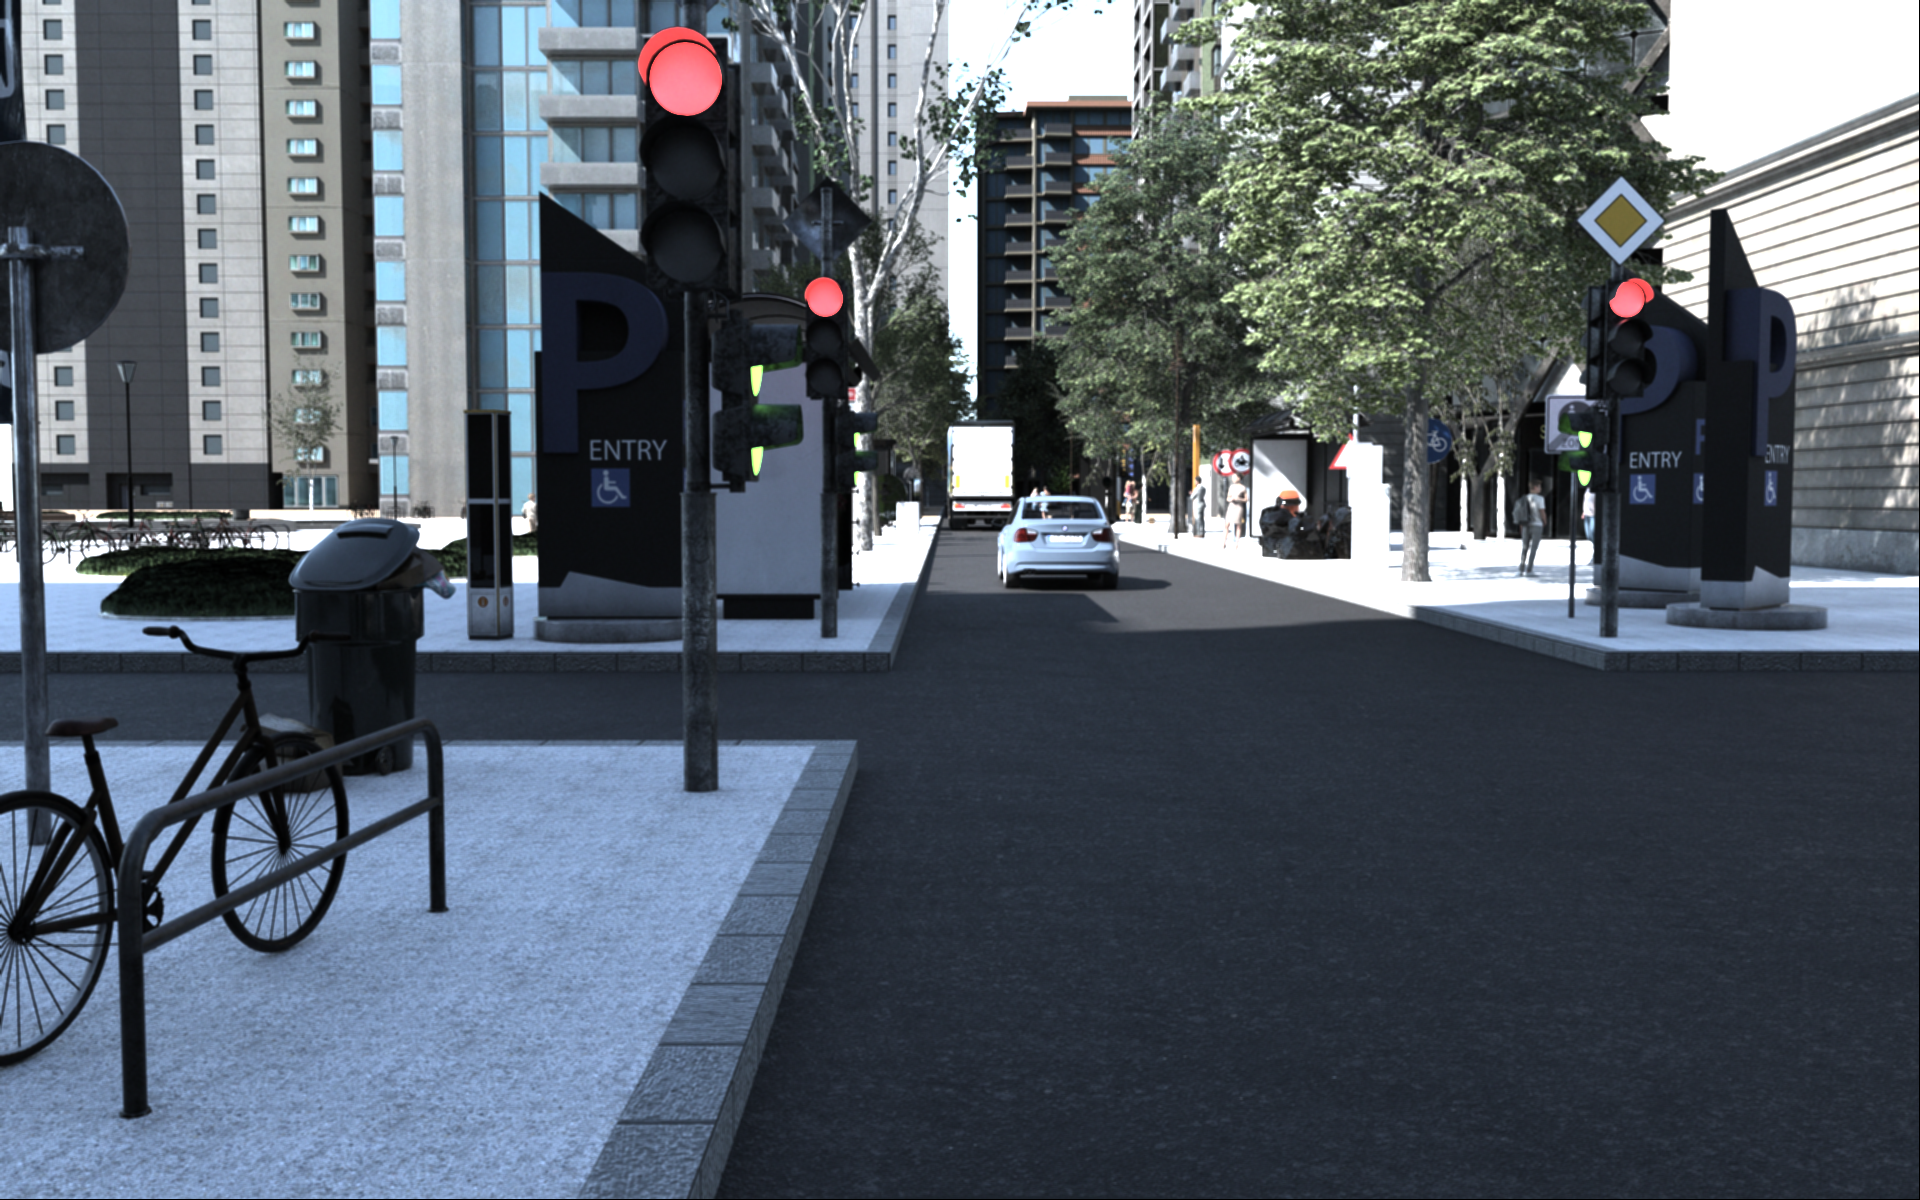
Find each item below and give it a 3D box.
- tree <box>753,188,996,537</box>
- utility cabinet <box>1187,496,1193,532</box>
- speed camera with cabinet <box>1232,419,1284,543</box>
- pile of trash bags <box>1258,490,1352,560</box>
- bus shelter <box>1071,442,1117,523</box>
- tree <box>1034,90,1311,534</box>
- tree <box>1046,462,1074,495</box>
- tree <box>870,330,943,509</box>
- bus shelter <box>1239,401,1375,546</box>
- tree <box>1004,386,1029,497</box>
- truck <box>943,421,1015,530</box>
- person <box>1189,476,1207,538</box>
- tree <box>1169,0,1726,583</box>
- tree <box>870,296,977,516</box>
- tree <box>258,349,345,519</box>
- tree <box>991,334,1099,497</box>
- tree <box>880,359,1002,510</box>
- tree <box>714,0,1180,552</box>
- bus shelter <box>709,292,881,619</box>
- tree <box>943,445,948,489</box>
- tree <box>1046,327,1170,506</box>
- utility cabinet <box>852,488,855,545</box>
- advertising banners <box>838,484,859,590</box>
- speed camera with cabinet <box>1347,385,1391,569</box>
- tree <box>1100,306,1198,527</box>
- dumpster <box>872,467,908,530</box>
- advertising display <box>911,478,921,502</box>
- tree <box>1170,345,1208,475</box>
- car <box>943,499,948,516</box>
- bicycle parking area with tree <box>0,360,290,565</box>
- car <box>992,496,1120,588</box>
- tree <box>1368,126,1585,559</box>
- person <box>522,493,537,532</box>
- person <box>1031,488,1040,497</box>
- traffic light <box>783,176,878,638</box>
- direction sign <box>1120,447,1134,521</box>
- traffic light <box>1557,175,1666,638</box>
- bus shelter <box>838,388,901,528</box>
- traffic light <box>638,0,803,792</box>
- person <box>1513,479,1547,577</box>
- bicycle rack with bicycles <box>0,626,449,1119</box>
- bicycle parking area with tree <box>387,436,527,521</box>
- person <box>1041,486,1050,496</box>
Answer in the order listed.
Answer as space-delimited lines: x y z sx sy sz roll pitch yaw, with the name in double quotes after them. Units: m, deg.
-2.812 -7.192 51.994 7.601 10.594 8.767 0 4 2 "tree"
8.043 -2.971 59.743 0.306 1.237 1.020 1 4 17 "utility cabinet"
7.830 -3.101 45.038 0.660 3.252 2.038 -1 4 -20 "speed camera with cabinet"
6.991 -1.552 35.126 1.912 1.369 3.447 0 4 -4 "pile of trash bags"
6.242 -5.463 80.606 1.731 3.624 6.357 0 4 0 "bus shelter"
7.212 -9.151 56.275 9.857 13.997 8.962 0 3 0 "tree"
6.210 -6.695 104.061 1.663 3.219 1.824 0 3 0 "tree"
-3.171 -7.817 78.172 4.360 8.622 3.978 0 3 0 "tree"
7.922 -2.827 40.153 2.014 3.302 5.546 0 4 0 "bus shelter"
6.419 -15.745 167.799 12.009 13.543 11.850 0 3 0 "tree"
0.745 -5.062 71.670 2.839 4.237 11.283 0 4 -1 "truck"
6.925 -2.710 50.525 0.466 1.800 0.511 2 4 28 "person"
6.748 -6.505 24.476 7.486 12.596 7.792 0 3 0 "tree"
-2.694 -11.070 99.128 7.486 12.596 7.792 0 3 0 "tree"
-32.912 -8.385 87.464 4.360 8.622 3.978 0 3 0 "tree"
5.988 -12.624 123.406 9.611 12.733 9.660 0 3 0 "tree"
-2.891 -13.783 135.719 12.009 13.543 11.850 0 3 0 "tree"
-0.885 -11.098 37.348 12.611 20.169 13.585 0 3 0 "tree"
-2.041 -1.606 20.188 2.014 3.302 5.546 0 4 0 "bus shelter"
-3.055 -12.345 152.209 4.360 8.622 3.978 0 3 0 "tree"
6.079 -7.553 73.848 4.360 8.622 3.978 0 3 0 "tree"
-2.786 -2.112 43.202 0.318 1.500 1.173 -1 4 -18 "utility cabinet"
-2.360 -1.660 23.333 2.074 3.025 0.090 1 4 15 "advertising banners"
7.252 -2.222 30.673 0.660 3.252 2.038 1 4 8 "speed camera with cabinet"
7.334 -7.107 66.555 4.737 8.622 4.395 0 3 0 "tree"
-2.619 -3.581 61.040 1.502 2.255 1.985 0 4 0 "dumpster"
-1.799 -4.011 70.796 0.123 1.923 0.974 1 4 15 "advertising display"
9.738 -7.930 80.025 4.360 8.622 3.978 0 3 0 "tree"
-0.115 -6.382 114.131 2.009 1.686 4.222 0 4 -2 "car"
-17.897 -2.924 34.812 9.016 4.147 8.231 1 4 9 "bicycle parking area with tree"
1.526 -0.957 27.648 2.014 1.417 4.499 0 4 0 "car"
10.403 -5.105 33.822 4.360 8.622 3.978 0 3 0 "tree"
-11.337 -2.172 45.826 0.475 1.303 0.640 -1 4 -11 "person"
3.907 -4.761 86.932 0.593 1.750 0.643 -3 5 -42 "person"
-1.155 -1.618 15.381 0.839 4.253 0.868 0 4 0 "traffic light"
8.026 -5.579 83.207 0.379 3.537 0.876 -3 5 -41 "direction sign"
5.806 -1.622 15.440 0.839 4.253 0.868 0 4 0 "traffic light"
-3.503 -5.491 67.414 2.179 5.291 8.768 0 4 -1 "bus shelter"
-1.105 -1.130 7.396 0.839 4.253 0.868 0 4 0 "traffic light"
8.843 -1.117 26.905 0.503 1.515 0.523 1 4 17 "person"
-2.679 0.554 4.332 2.852 0.926 2.925 0 4 4 "bicycle rack with bicycles"
-25.604 -6.059 86.067 8.231 4.147 9.016 1 4 15 "bicycle parking area with tree"
4.165 -4.597 83.750 0.616 1.811 0.778 0 4 1 "person"
